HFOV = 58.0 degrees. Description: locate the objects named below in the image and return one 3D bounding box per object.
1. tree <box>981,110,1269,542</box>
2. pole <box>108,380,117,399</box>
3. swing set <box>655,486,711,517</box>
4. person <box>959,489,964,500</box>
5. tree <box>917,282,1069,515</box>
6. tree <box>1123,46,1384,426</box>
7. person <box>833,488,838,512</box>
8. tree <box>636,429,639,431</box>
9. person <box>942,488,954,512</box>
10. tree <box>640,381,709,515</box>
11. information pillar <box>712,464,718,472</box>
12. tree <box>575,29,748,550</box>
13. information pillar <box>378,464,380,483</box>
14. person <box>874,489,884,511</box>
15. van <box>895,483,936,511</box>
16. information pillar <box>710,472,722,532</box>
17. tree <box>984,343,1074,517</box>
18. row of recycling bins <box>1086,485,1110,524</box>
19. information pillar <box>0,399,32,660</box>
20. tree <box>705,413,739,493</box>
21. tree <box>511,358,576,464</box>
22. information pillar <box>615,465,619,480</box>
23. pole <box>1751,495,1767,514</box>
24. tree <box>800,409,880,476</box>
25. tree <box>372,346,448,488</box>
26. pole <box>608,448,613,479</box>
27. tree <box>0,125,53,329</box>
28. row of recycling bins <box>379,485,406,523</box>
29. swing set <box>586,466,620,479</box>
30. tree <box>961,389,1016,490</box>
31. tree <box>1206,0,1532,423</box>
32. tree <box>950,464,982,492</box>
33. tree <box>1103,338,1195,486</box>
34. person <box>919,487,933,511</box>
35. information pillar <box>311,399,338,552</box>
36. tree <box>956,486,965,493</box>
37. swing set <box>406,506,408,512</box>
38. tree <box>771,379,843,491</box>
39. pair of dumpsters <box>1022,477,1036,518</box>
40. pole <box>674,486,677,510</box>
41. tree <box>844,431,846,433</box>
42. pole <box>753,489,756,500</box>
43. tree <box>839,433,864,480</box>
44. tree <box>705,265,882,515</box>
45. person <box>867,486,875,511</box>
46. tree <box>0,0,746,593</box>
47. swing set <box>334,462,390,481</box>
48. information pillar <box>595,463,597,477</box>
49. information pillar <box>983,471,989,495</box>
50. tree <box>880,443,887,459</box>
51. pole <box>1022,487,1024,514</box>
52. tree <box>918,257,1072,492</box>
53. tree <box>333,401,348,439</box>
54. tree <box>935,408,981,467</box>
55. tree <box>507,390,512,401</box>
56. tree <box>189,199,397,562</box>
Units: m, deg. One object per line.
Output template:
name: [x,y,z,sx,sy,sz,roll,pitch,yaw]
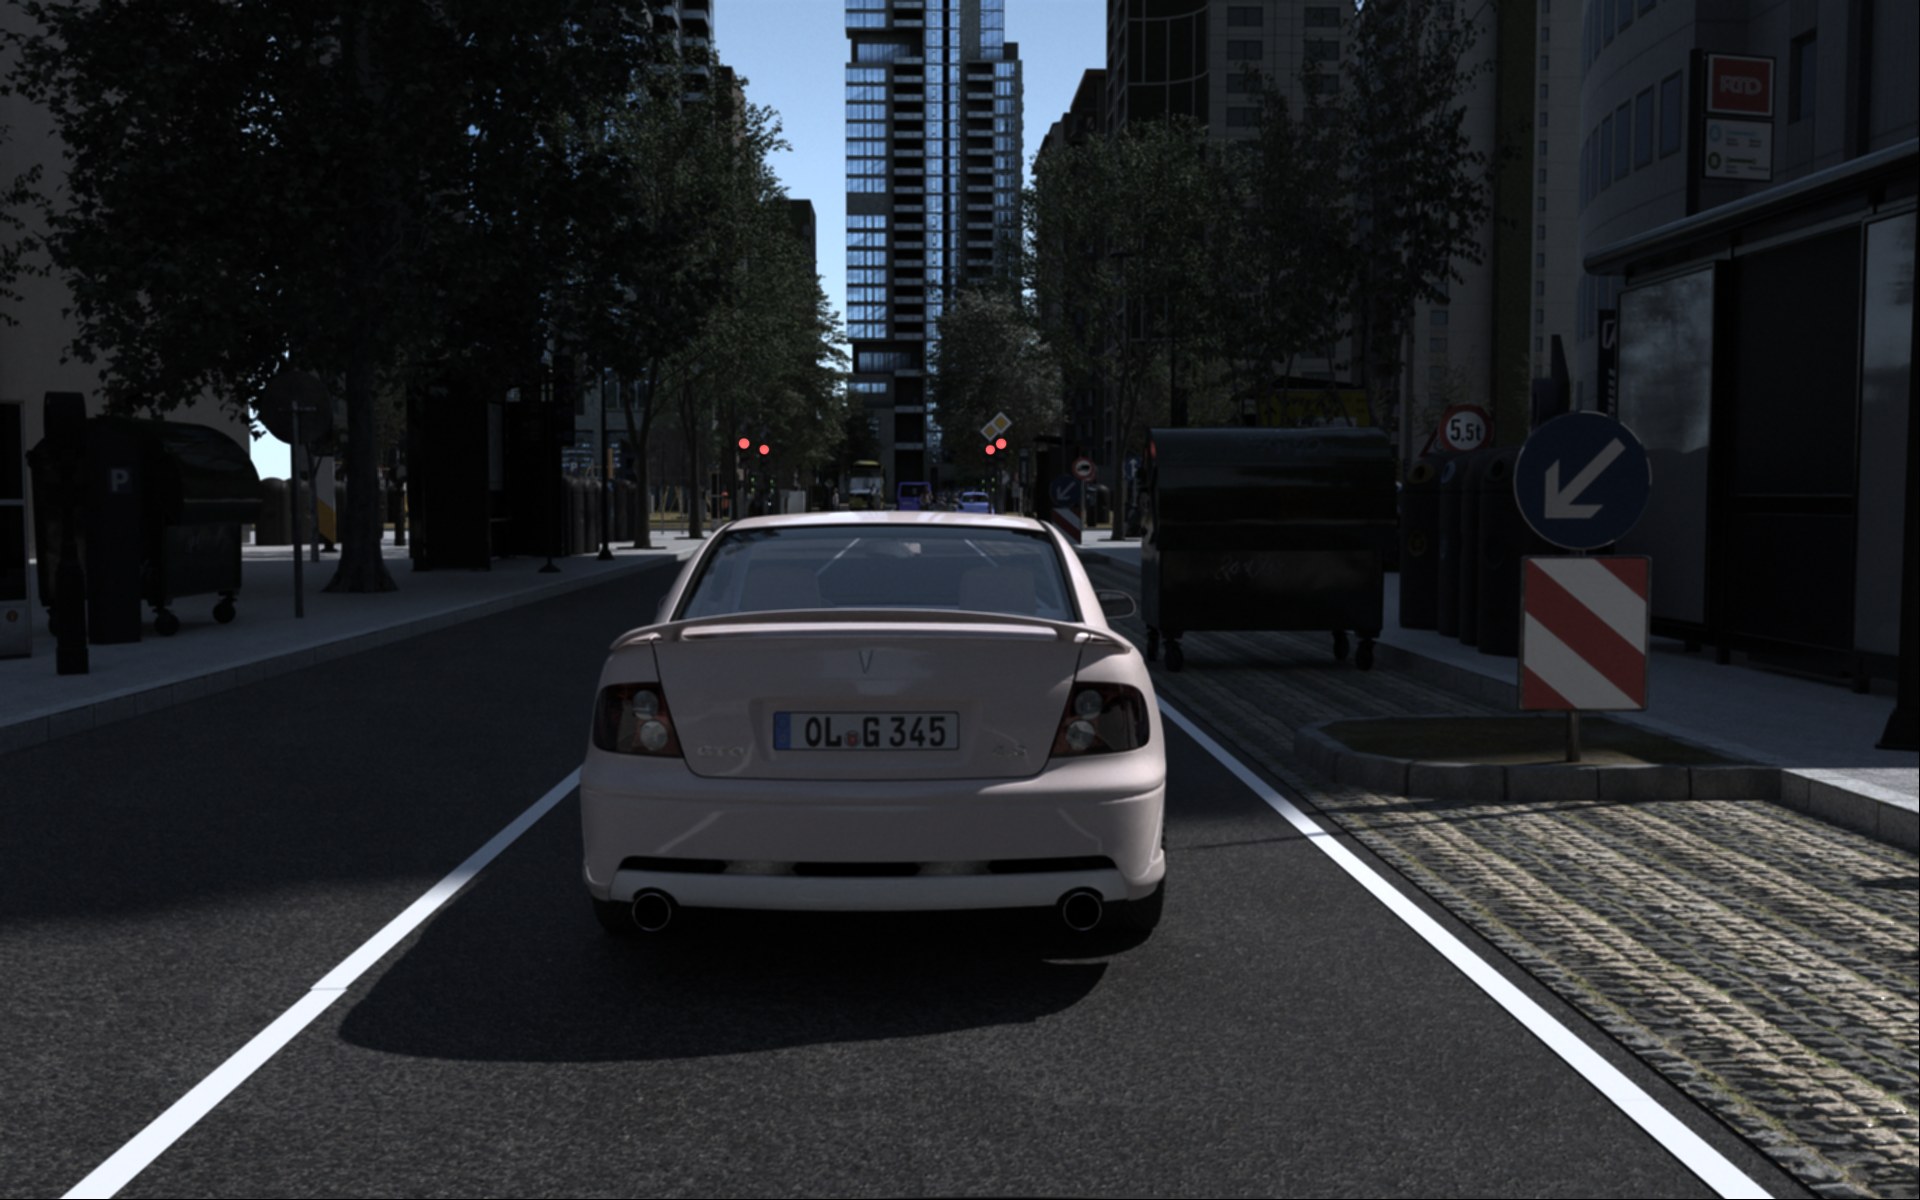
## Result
tree: [4.500,-7.413,46.961,9.928,11.665,9.643,0,3,0]
pole: [-15.116,-2.273,31.001,0.158,3.312,0.155,0,3,0]
swing set: [-15.756,-6.229,99.472,2.862,2.851,3.119,0,4,4]
person: [0.212,-6.601,116.849,0.576,1.772,0.534,0,4,-5]
tree: [2.206,-12.046,103.604,9.857,13.997,8.962,0,3,0]
tree: [5.112,-4.807,28.950,4.737,8.622,4.395,0,3,0]
person: [-6.366,-4.948,90.066,0.598,1.740,0.731,-2,4,-24]
tree: [-22.252,-10.974,129.790,4.360,8.622,3.978,0,3,0]
person: [-0.777,-6.173,109.410,0.713,1.824,0.794,1,4,23]
tree: [-17.558,-9.650,108.136,4.360,8.622,3.978,0,3,0]
information pillar: [-18.831,-8.672,133.139,0.504,3.616,0.183,3,4,38]
tree: [-7.455,-6.979,39.870,9.928,11.665,9.643,0,3,0]
information pillar: [-45.252,-8.785,134.982,0.183,3.616,0.504,-2,4,-23]
person: [-5.752,-7.011,123.495,0.716,1.782,0.532,0,4,1]
van: [-2.441,-5.490,94.138,2.240,2.365,5.245,0,4,-1]
information pillar: [-8.175,-3.280,58.120,0.304,2.012,0.304,1,4,16]
tree: [3.178,-8.230,84.929,4.360,8.622,3.978,0,3,0]
row of recycling bins: [6.056,-4.259,76.739,1.069,1.692,3.534,0,4,2]
information pillar: [-7.466,-0.548,13.450,0.304,2.012,0.304,2,4,31]
tree: [-18.837,-11.440,137.403,4.737,8.622,4.395,0,3,0]
tree: [-21.656,-8.446,88.448,4.737,8.622,4.395,0,3,0]
information pillar: [-27.159,-8.915,137.114,0.183,3.616,0.504,-2,4,-33]
pole: [11.759,-1.934,25.456,0.158,3.312,0.155,0,3,0]
tree: [-12.509,-14.544,172.208,7.601,10.594,8.767,0,4,4]
tree: [-21.284,-7.267,69.172,4.360,8.622,3.978,0,3,0]
pole: [-15.537,-5.086,77.001,0.158,3.312,0.155,0,3,0]
tree: [-15.202,-4.534,24.493,4.360,8.622,3.978,0,3,0]
row of recycling bins: [-25.812,-4.182,75.494,1.069,1.692,3.534,3,5,41]
swing set: [-19.847,-6.166,98.438,3.119,2.851,2.862,2,4,29]
tree: [2.675,-10.057,114.801,4.737,8.622,4.395,0,3,0]
tree: [5.151,-4.349,21.463,4.360,8.622,3.978,0,3,0]
tree: [0.787,-10.520,155.721,4.285,4.588,4.351,0,3,0]
tree: [8.863,-7.973,80.726,4.360,8.622,3.978,0,3,0]
person: [-1.532,-3.967,73.947,0.593,1.750,0.643,-2,4,-33]
information pillar: [-14.023,-2.863,38.161,0.504,3.616,0.183,-1,4,-9]
tree: [0.532,-11.993,190.691,1.663,3.219,1.824,0,3,0]
swing set: [-35.853,-6.643,106.228,3.119,2.851,2.862,-2,4,-35]
tree: [-10.137,-9.831,111.094,4.737,8.622,4.395,0,3,0]
pair of dumpsters: [4.256,-5.619,94.371,1.574,2.255,4.437,0,4,-2]
pole: [-23.000,-8.940,140.014,0.158,3.312,0.155,0,3,0]
tree: [-10.549,-11.010,130.372,4.737,8.622,4.395,0,3,0]
pole: [-13.008,-7.084,109.662,0.158,3.312,0.155,0,3,0]
tree: [-12.062,-15.166,198.318,4.360,8.622,3.978,0,3,0]
tree: [-8.633,-10.087,83.041,7.486,12.596,7.792,0,3,0]
person: [-4.752,-5.223,93.672,0.755,1.850,0.659,2,4,30]
tree: [-7.891,-6.460,22.634,9.611,12.733,9.660,0,3,0]
swing set: [-30.332,-5.364,85.324,3.119,2.851,2.862,1,4,19]
information pillar: [-27.115,-8.421,129.039,0.183,3.616,0.504,0,4,-1]
information pillar: [1.974,-8.390,128.527,0.504,3.616,0.183,-1,4,-21]
tree: [-12.832,-16.557,205.115,8.767,10.594,7.601,0,4,-1]
pole: [4.089,-7.177,111.183,0.158,3.312,0.155,0,3,0]
tree: [2.816,-17.173,136.671,12.611,20.169,13.585,0,3,0]
tree: [-30.212,-8.547,90.113,4.360,8.622,3.978,0,3,0]
tree: [1.170,-14.949,178.822,8.767,10.594,7.601,2,4,35]
tree: [-26.738,-8.976,97.117,4.360,8.622,3.978,0,3,0]
tree: [-12.246,-5.006,32.213,4.737,8.622,4.395,0,3,0]
